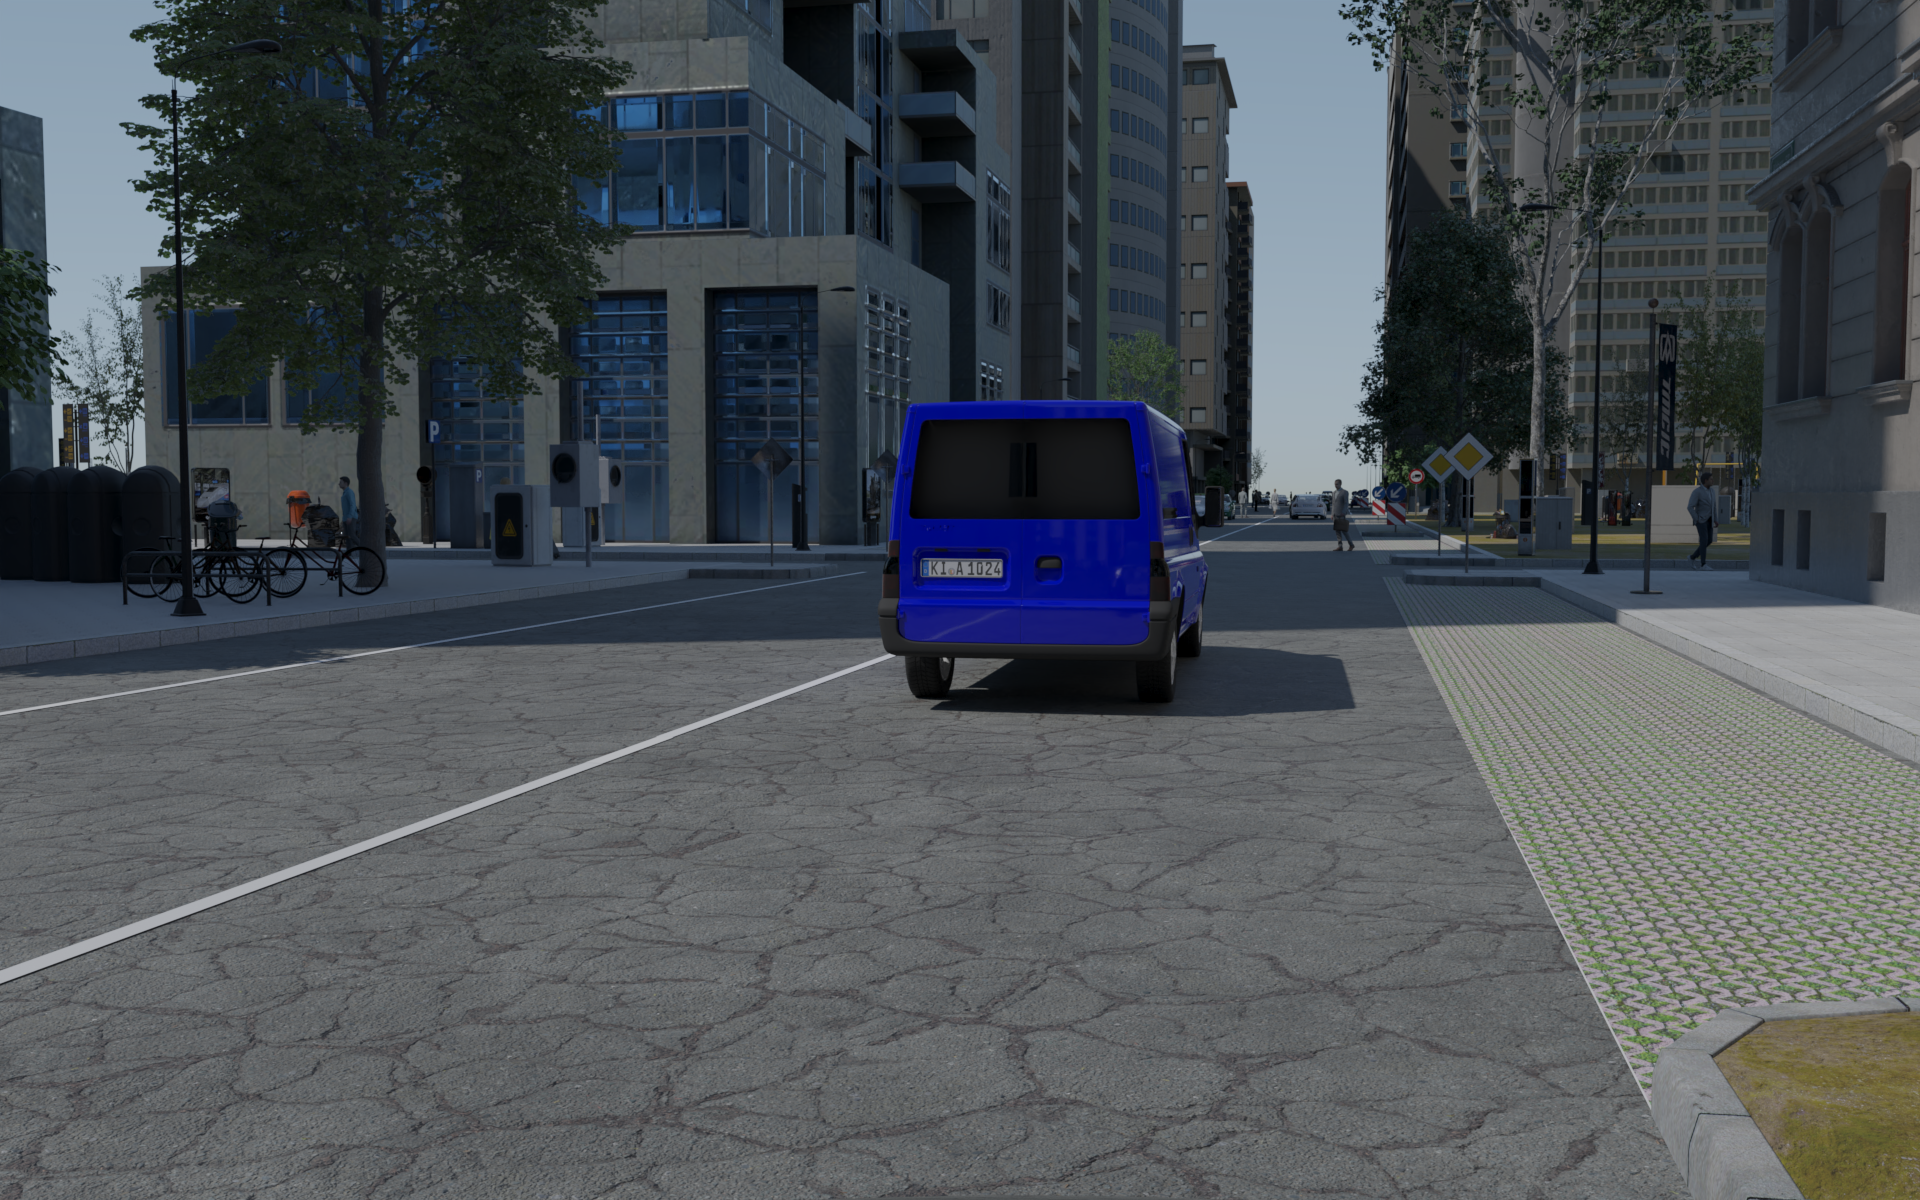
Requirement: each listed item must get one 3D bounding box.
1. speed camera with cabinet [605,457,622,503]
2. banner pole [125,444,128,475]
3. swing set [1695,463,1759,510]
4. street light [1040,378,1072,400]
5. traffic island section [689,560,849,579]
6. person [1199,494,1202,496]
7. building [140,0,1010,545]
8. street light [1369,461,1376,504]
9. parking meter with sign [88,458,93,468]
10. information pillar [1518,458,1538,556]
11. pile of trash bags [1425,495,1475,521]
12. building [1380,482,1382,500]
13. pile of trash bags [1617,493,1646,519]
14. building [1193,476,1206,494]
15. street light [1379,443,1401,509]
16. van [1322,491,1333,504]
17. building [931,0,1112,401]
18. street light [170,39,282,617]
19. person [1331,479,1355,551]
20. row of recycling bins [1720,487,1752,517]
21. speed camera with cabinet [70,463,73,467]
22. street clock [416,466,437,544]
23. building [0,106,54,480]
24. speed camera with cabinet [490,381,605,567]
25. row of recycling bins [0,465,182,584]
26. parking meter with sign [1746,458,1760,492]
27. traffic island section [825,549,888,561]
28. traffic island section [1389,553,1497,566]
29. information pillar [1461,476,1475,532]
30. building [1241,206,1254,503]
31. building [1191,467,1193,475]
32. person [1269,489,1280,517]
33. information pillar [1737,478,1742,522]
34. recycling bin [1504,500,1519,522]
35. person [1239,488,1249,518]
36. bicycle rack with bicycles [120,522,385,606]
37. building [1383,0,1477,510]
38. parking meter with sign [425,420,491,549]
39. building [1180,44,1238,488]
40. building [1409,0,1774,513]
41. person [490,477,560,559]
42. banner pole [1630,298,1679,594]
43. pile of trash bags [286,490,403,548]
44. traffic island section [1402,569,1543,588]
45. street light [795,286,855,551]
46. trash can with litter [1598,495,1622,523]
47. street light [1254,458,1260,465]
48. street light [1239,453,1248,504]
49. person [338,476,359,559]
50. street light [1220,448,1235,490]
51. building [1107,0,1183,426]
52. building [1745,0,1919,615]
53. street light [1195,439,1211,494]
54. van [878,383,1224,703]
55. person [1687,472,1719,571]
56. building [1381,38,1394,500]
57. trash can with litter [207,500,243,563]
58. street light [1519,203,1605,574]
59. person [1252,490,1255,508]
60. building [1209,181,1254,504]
[{"bbox_3d":[-9.016,-2.944,42.474,0.660,3.252,2.038,1,4,16],"label":"speed camera with cabinet"},{"bbox_3d":[-41.487,-5.892,86.352,0.401,3.779,0.863,-3,4,-37],"label":"banner pole"},{"bbox_3d":[39.068,-5.559,88.515,3.119,2.851,2.862,2,4,30],"label":"swing set"},{"bbox_3d":[3.778,-5.927,69.449,1.470,5.913,1.316,1,4,12],"label":"street light"},{"bbox_3d":[-3.354,-0.516,30.722,2.009,0.180,2.903,1,4,12],"label":"traffic island section"},{"bbox_3d":[16.233,-6.468,117.467,0.599,1.433,0.991,2,4,33],"label":"person"},{"bbox_3d":[-10.152,-45.602,58.265,22.319,86.520,31.000,1,4,12],"label":"building"},{"bbox_3d":[36.922,-10.970,151.899,1.470,5.913,1.316,1,4,12],"label":"street light"},{"bbox_3d":[-41.610,-5.410,84.720,1.738,3.016,0.543,-1,4,-14],"label":"parking meter with sign"},{"bbox_3d":[11.773,-1.923,35.929,0.304,2.012,0.304,2,4,31],"label":"information pillar"},{"bbox_3d":[24.219,-4.574,84.545,1.912,1.369,3.447,3,5,41],"label":"pile of trash bags"},{"bbox_3d":[77.077,-34.039,248.420,32.217,40.220,23.993,1,4,12],"label":"building"},{"bbox_3d":[35.445,-4.968,90.977,3.447,1.369,1.912,-2,4,-31],"label":"pile of trash bags"},{"bbox_3d":[8.386,-29.542,174.900,32.217,40.220,23.993,1,4,12],"label":"building"},{"bbox_3d":[30.363,-9.117,121.600,1.470,5.913,1.316,1,4,12],"label":"street light"},{"bbox_3d":[45.642,-12.726,215.089,2.013,2.044,4.112,1,4,12],"label":"van"},{"bbox_3d":[-0.150,-24.775,88.669,14.154,41.232,14.086,1,4,12],"label":"building"},{"bbox_3d":[-7.617,-2.779,17.978,1.470,5.913,1.316,1,4,12],"label":"street light"},{"bbox_3d":[9.560,-2.140,43.602,0.853,1.813,0.709,-2,4,-35],"label":"person"},{"bbox_3d":[43.772,-5.399,95.382,3.534,1.692,1.069,2,4,26],"label":"row of recycling bins"},{"bbox_3d":[-32.147,-4.268,64.115,2.038,3.252,0.660,-3,5,-39],"label":"speed camera with cabinet"},{"bbox_3d":[-13.604,-2.426,44.230,0.471,2.002,0.358,1,4,17],"label":"street clock"},{"bbox_3d":[-33.222,-43.255,19.892,31.000,86.520,22.319,1,4,12],"label":"building"},{"bbox_3d":[-7.358,-2.218,30.606,2.038,3.252,0.660,2,4,27],"label":"speed camera with cabinet"},{"bbox_3d":[-12.836,-1.124,25.492,3.534,1.692,1.069,2,4,27],"label":"row of recycling bins"},{"bbox_3d":[39.207,-5.415,84.800,1.738,3.016,0.543,-2,4,-26],"label":"parking meter with sign"},{"bbox_3d":[-1.641,-0.993,38.521,2.009,0.180,2.903,1,4,12],"label":"traffic island section"},{"bbox_3d":[9.973,-0.838,35.975,2.009,0.180,2.903,1,4,12],"label":"traffic island section"},{"bbox_3d":[17.372,-3.348,59.237,0.304,2.012,0.304,-3,5,-40],"label":"information pillar"},{"bbox_3d":[36.403,-37.221,258.677,14.600,45.320,14.200,1,4,12],"label":"building"},{"bbox_3d":[9.841,-43.584,150.848,20.563,71.187,20.611,1,4,12],"label":"building"},{"bbox_3d":[19.618,-6.074,108.165,0.694,1.780,0.624,3,5,40],"label":"person"},{"bbox_3d":[36.168,-4.631,80.205,0.304,2.012,0.304,2,4,25],"label":"information pillar"},{"bbox_3d":[25.319,-4.081,79.275,0.722,1.027,0.722,2,4,27],"label":"recycling bin"},{"bbox_3d":[17.178,-5.893,104.953,0.635,1.810,0.391,2,4,34],"label":"person"},{"bbox_3d":[-8.850,-0.465,20.982,2.925,0.926,2.852,0,4,8],"label":"bicycle rack with bicycles"},{"bbox_3d":[52.796,-33.331,168.658,21.300,48.544,21.600,1,4,12],"label":"building"},{"bbox_3d":[-11.604,-2.717,40.682,1.738,3.016,0.543,1,4,12],"label":"parking meter with sign"},{"bbox_3d":[18.392,-38.015,210.778,28.713,52.752,27.495,1,4,12],"label":"building"},{"bbox_3d":[48.934,-26.334,122.448,32.217,40.220,23.993,1,4,12],"label":"building"},{"bbox_3d":[-9.658,-1.802,38.176,1.509,1.804,0.699,1,4,18],"label":"person"},{"bbox_3d":[9.029,-1.979,22.370,0.863,3.779,0.401,-3,5,-40],"label":"banner pole"},{"bbox_3d":[-15.323,-2.000,42.458,3.447,1.369,1.912,2,4,32],"label":"pile of trash bags"},{"bbox_3d":[8.260,-0.361,28.175,2.009,0.180,2.903,1,4,12],"label":"traffic island section"},{"bbox_3d":[-3.025,-4.061,38.941,1.470,5.913,1.316,1,4,12],"label":"street light"},{"bbox_3d":[29.424,-4.119,78.404,1.678,1.210,2.233,0,4,-5],"label":"trash can with litter"},{"bbox_3d":[37.832,-15.440,224.987,1.470,5.913,1.316,1,4,12],"label":"street light"},{"bbox_3d":[31.259,-13.580,194.571,1.470,5.913,1.316,1,4,12],"label":"street light"},{"bbox_3d":[-13.315,-1.800,37.943,0.620,1.820,0.660,-2,4,-35],"label":"person"},{"bbox_3d":[26.923,-12.402,175.310,1.470,5.913,1.316,1,4,12],"label":"street light"},{"bbox_3d":[4.551,-35.807,127.448,21.231,58.520,28.212,1,4,12],"label":"building"},{"bbox_3d":[15.534,-13.796,12.961,14.401,28.519,23.554,1,4,12],"label":"building"},{"bbox_3d":[20.271,-10.550,145.031,1.470,5.913,1.316,1,4,12],"label":"street light"},{"bbox_3d":[0.888,-0.569,13.690,2.240,2.365,5.245,1,4,11],"label":"van"},{"bbox_3d":[13.927,-1.482,32.577,0.661,1.843,0.795,-2,4,-23],"label":"person"},{"bbox_3d":[65.631,-41.694,223.694,21.231,58.520,28.212,1,4,12],"label":"building"},{"bbox_3d":[-13.779,-1.291,32.497,0.624,1.170,1.055,-1,4,-22],"label":"trash can with litter"},{"bbox_3d":[9.639,-3.377,27.748,1.470,5.913,1.316,1,4,12],"label":"street light"},{"bbox_3d":[30.396,-10.452,179.472,0.705,1.814,1.350,0,4,0],"label":"person"},{"bbox_3d":[28.662,-35.704,238.384,22.147,44.769,28.867,1,4,12],"label":"building"}]
